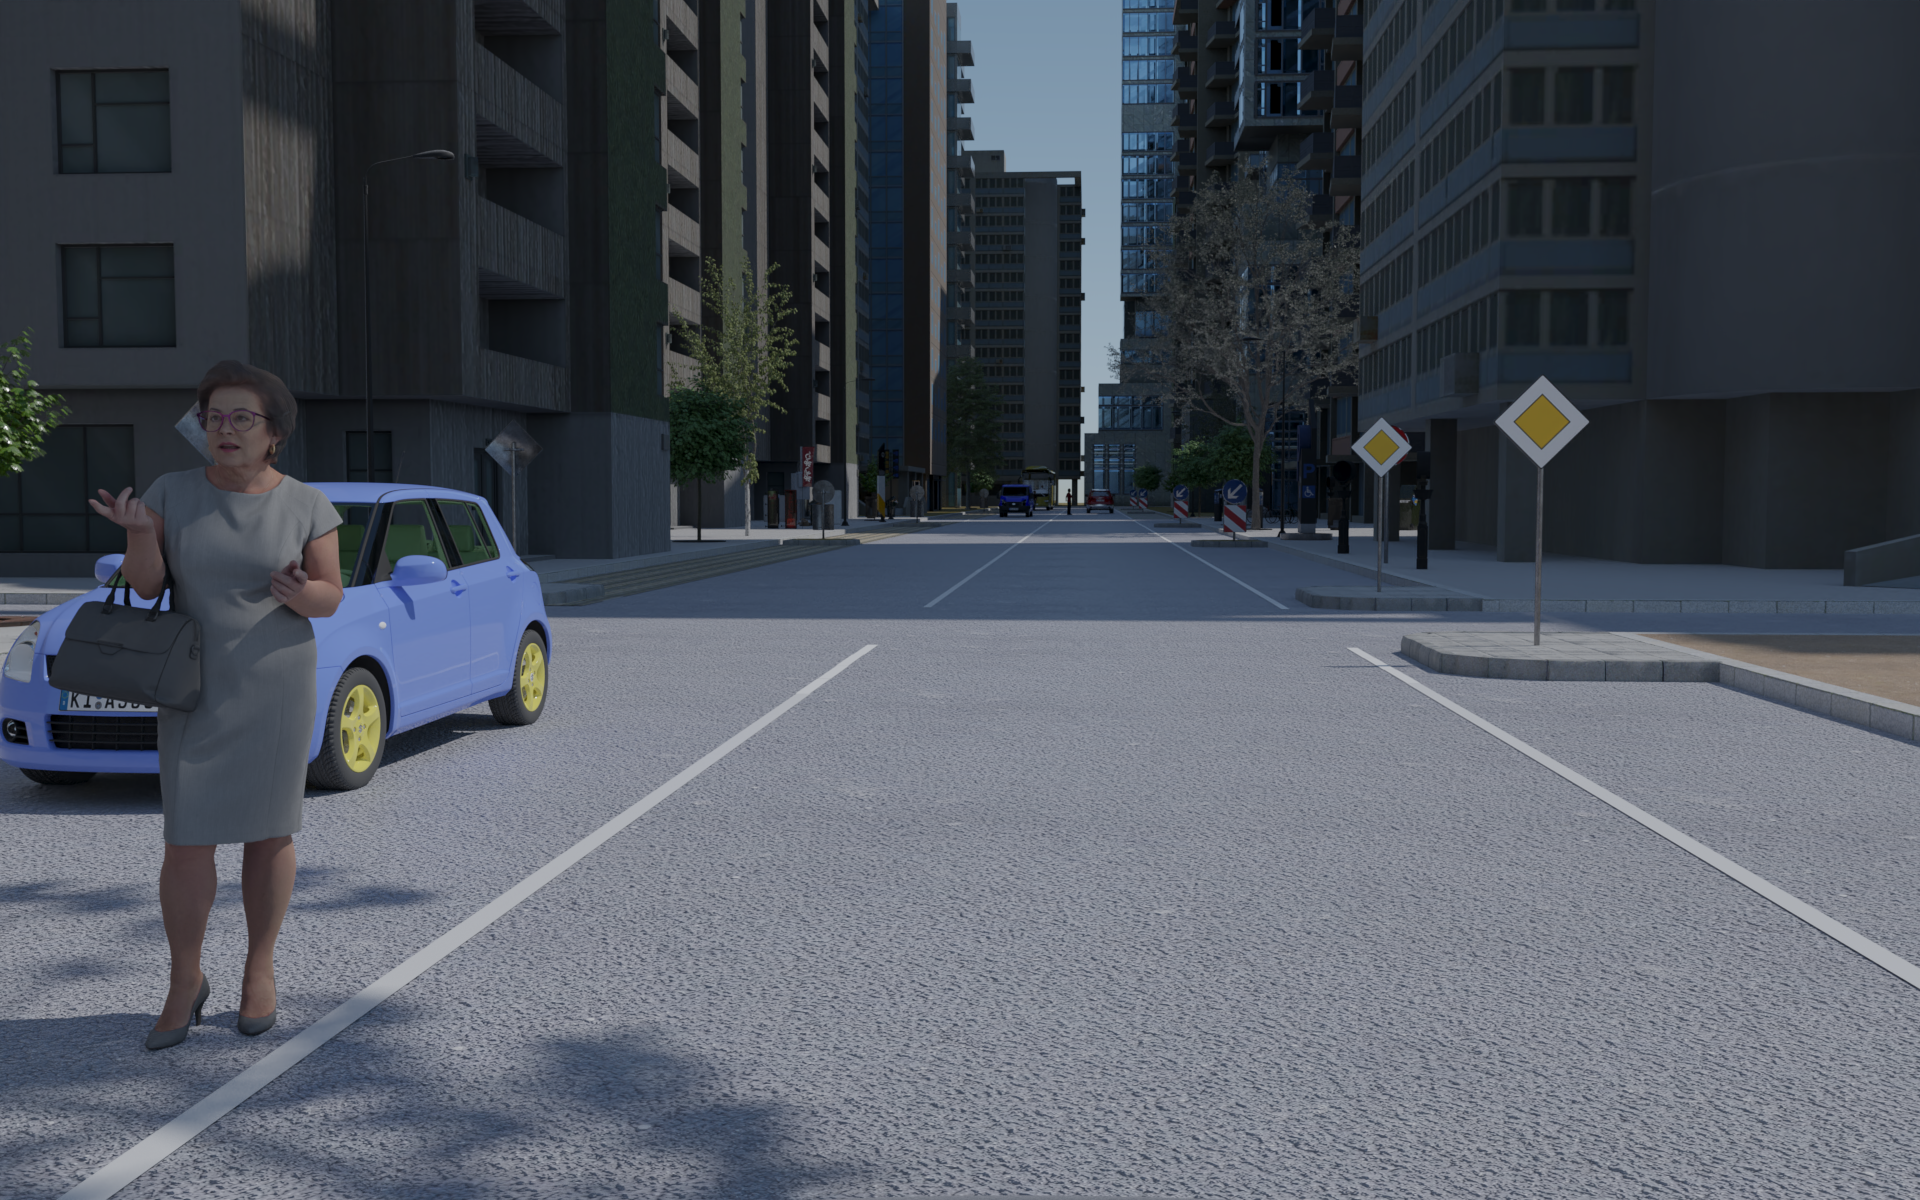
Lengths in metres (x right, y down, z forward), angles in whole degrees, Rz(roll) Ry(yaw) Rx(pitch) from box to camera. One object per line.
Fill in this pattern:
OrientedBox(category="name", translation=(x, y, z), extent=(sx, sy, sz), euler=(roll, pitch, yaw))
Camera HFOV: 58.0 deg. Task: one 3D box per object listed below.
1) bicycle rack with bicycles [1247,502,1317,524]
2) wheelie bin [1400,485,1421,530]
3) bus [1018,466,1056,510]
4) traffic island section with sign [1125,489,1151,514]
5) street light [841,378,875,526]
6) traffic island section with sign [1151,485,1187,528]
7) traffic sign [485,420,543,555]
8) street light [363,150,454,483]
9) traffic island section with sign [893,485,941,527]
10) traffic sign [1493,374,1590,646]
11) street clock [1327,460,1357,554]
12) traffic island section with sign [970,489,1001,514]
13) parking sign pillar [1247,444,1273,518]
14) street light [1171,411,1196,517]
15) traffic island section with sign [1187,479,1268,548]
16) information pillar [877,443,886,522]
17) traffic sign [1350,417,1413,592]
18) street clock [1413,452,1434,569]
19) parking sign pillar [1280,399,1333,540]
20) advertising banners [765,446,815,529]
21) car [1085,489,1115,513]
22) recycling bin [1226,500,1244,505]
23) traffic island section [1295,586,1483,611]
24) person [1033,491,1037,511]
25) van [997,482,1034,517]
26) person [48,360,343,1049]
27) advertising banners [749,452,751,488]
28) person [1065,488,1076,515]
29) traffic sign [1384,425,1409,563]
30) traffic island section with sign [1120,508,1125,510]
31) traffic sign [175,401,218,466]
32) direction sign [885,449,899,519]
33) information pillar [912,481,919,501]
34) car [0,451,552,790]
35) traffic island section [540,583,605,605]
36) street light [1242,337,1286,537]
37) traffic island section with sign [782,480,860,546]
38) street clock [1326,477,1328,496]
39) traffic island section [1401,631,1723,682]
OrientedBox(category="bicycle rack with bicycles", translation=(14.345, -3.806, 75.611), extent=(2.852, 0.926, 2.925), euler=(-3, 4, -38))
OrientedBox(category="wheelie bin", translation=(15.855, -3.265, 61.291), extent=(0.693, 1.594, 0.980), euler=(-3, 5, -39))
OrientedBox(category="bus", translation=(7.009, -9.962, 154.424), extent=(2.896, 3.916, 12.252), euler=(0, 4, 6))
OrientedBox(category="traffic island section with sign", translation=(13.099, -7.127, 125.154), extent=(1.989, 1.847, 2.006), euler=(0, 4, 4))
OrientedBox(category="street light", translation=(-4.076, -5.920, 69.338), extent=(1.470, 5.913, 1.316), euler=(0, 4, 4))
OrientedBox(category="traffic island section with sign", translation=(9.365, -4.037, 74.637), extent=(1.989, 1.847, 2.006), euler=(0, 4, 4))
OrientedBox(category="traffic sign", translation=(-6.035, -1.211, 23.448), extent=(0.795, 2.450, 0.064), euler=(0, 4, 4))
OrientedBox(category="street light", translation=(-7.527, -3.122, 23.591), extent=(1.470, 5.913, 1.316), euler=(0, 4, 4))
OrientedBox(category="traffic island section with sign", translation=(-1.848, -4.110, 75.821), extent=(1.989, 1.847, 2.006), euler=(0, 4, 4))
OrientedBox(category="traffic sign", translation=(4.885, -0.671, 14.614), extent=(0.795, 2.450, 0.064), euler=(0, 4, 4))
OrientedBox(category="street clock", translation=(8.251, -1.997, 37.215), extent=(0.471, 2.002, 0.358), euler=(3, 4, 38))
OrientedBox(category="traffic island section with sign", translation=(1.798, -7.116, 124.969), extent=(1.989, 1.847, 2.006), euler=(0, 4, 4))
OrientedBox(category="parking sign pillar", translation=(16.305, -6.466, 94.193), extent=(1.447, 3.967, 1.447), euler=(2, 4, 24))
OrientedBox(category="street light", translation=(12.521, -7.616, 97.066), extent=(1.470, 5.913, 1.316), euler=(0, 4, 4))
OrientedBox(category="traffic island section with sign", translation=(7.344, -2.371, 47.390), extent=(1.989, 1.847, 2.006), euler=(0, 4, 4))
OrientedBox(category="information pillar", translation=(-3.576, -5.343, 78.716), extent=(0.183, 3.616, 0.504), euler=(2, 4, 34))
OrientedBox(category="traffic sign", translation=(5.476, -1.158, 22.577), extent=(0.795, 2.450, 0.064), euler=(0, 4, 4))
OrientedBox(category="street clock", translation=(7.887, -1.525, 29.510), extent=(0.358, 2.002, 0.471), euler=(1, 4, 15))
OrientedBox(category="parking sign pillar", translation=(9.719, -3.670, 48.470), extent=(1.447, 3.967, 1.447), euler=(0, 4, 7))
OrientedBox(category="advertising banners", translation=(-6.277, -4.146, 63.973), extent=(2.074, 3.025, 0.090), euler=(1, 4, 23))
OrientedBox(category="car", translation=(10.472, -7.391, 129.515), extent=(2.281, 1.827, 5.304), euler=(0, 4, 4))
OrientedBox(category="recycling bin", translation=(12.725, -4.136, 80.182), extent=(0.722, 1.027, 0.722), euler=(0, 4, -3))
OrientedBox(category="traffic island section", translation=(5.500, -0.023, 22.652), extent=(2.009, 0.180, 2.903), euler=(0, 4, 4))
OrientedBox(category="person", translation=(6.425, -8.403, 146.709), extent=(0.721, 1.723, 1.217), euler=(0, 4, 7))
OrientedBox(category="van", translation=(3.533, -6.352, 108.246), extent=(2.240, 2.365, 5.245), euler=(0, 4, 6))
OrientedBox(category="person", translation=(-1.983, 0.266, 4.513), extent=(0.716, 1.782, 0.532), euler=(-1, 4, -17))
OrientedBox(category="advertising banners", translation=(-8.968, -4.635, 71.967), extent=(0.090, 3.025, 2.074), euler=(1, 4, 10))
OrientedBox(category="person", translation=(7.502, -6.732, 118.502), extent=(0.705, 1.831, 1.348), euler=(-2, 4, -24))
OrientedBox(category="traffic sign", translation=(7.887, -1.950, 31.995), extent=(0.768, 2.556, 0.104), euler=(1, 4, 9))
OrientedBox(category="traffic island section with sign", translation=(15.138, -8.798, 152.467), extent=(1.989, 1.847, 2.006), euler=(0, 4, 4))
OrientedBox(category="traffic sign", translation=(-6.626, -0.724, 15.485), extent=(0.795, 2.450, 0.064), euler=(0, 4, 4))
OrientedBox(category="direction sign", translation=(-3.494, -5.855, 87.731), extent=(0.876, 3.537, 0.379), euler=(1, 4, 23))
OrientedBox(category="information pillar", translation=(-2.412, -5.532, 94.939), extent=(0.304, 2.012, 0.304), euler=(-2, 4, -23))
OrientedBox(category="car", translation=(-3.608, 0.001, 9.569), extent=(1.945, 1.707, 3.694), euler=(0, 4, 6))
OrientedBox(category="traffic island section", translation=(-6.059, -0.075, 23.511), extent=(2.009, 0.180, 2.903), euler=(0, 4, 4))
OrientedBox(category="street light", translation=(9.033, -4.818, 51.322), extent=(1.470, 5.913, 1.316), euler=(0, 4, 4))
OrientedBox(category="traffic island section with sign", translation=(-3.854, -2.452, 48.717), extent=(1.989, 1.847, 2.006), euler=(0, 4, 4))
OrientedBox(category="street clock", translation=(15.190, -4.062, 70.990), extent=(0.358, 2.002, 0.471), euler=(0, 4, -7))
OrientedBox(category="traffic island section", translation=(4.910, 0.464, 14.689), extent=(2.009, 0.180, 2.903), euler=(0, 4, 4))
